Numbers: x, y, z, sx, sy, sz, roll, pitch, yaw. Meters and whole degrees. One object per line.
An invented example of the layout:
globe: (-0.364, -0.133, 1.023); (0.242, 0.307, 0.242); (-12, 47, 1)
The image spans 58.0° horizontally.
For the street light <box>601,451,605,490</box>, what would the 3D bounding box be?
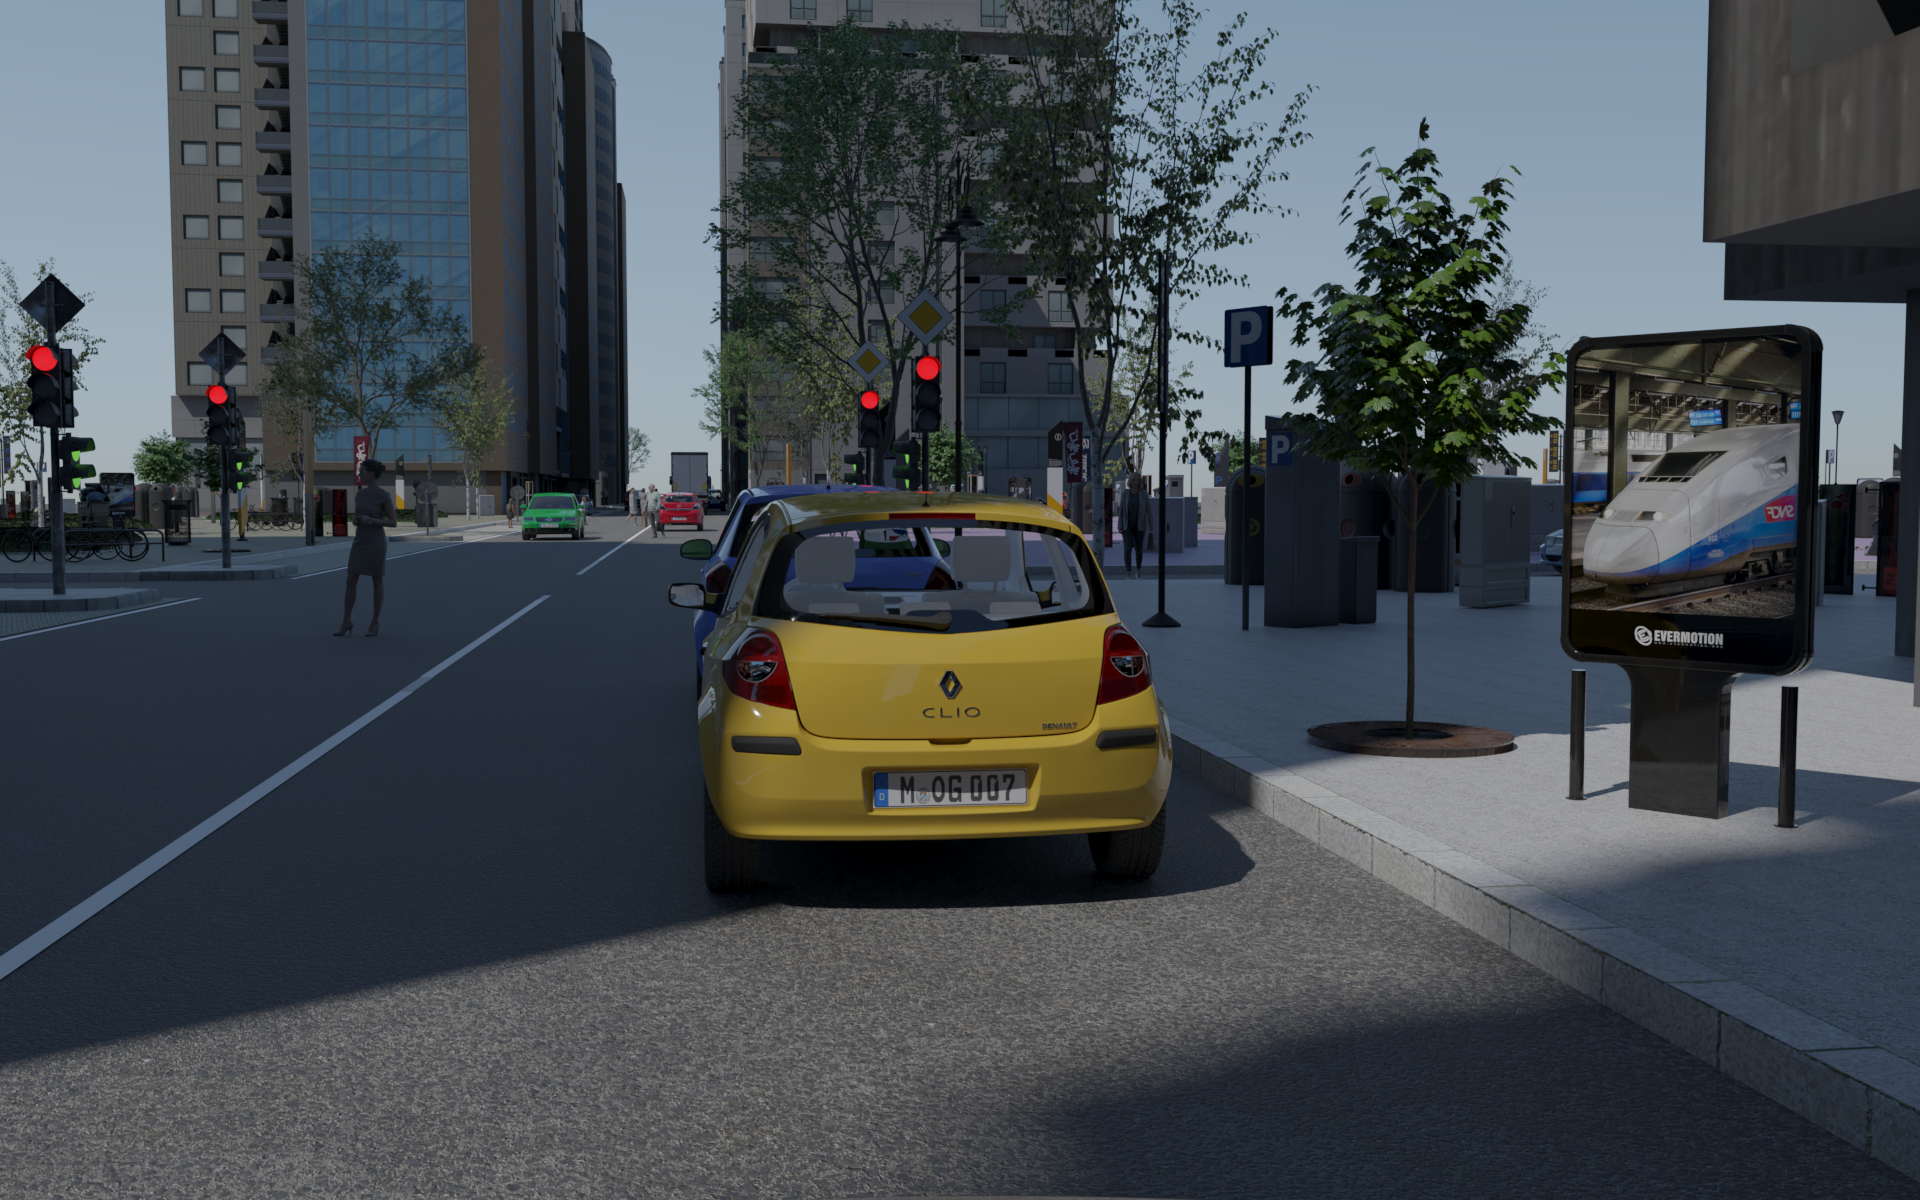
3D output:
street light: (-38.743, -13.152, 187.819); (0.468, 5.910, 1.993); (-1, 4, -9)

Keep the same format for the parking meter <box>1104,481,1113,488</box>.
parking meter: (6.654, -4.421, 77.999); (0.399, 1.863, 0.255); (3, 5, 43)

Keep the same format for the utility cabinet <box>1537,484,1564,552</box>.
utility cabinet: (12.798, -1.779, 37.772); (1.173, 1.500, 0.318); (2, 4, 23)

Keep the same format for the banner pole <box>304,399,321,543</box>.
banner pole: (-17.148, -3.406, 45.700); (0.401, 3.779, 0.863); (-2, 4, -25)

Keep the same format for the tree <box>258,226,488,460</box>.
tree: (-20.124, -7.665, 59.742); (8.767, 10.594, 7.601); (0, 4, 5)

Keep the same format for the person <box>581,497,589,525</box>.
person: (-17.291, -4.072, 79.321); (0.590, 1.304, 0.306); (-2, 4, -26)

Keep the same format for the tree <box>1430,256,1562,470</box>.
tree: (15.986, -6.268, 52.848); (4.360, 8.622, 3.978); (0, 3, 0)

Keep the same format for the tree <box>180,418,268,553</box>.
tree: (-16.197, -2.666, 38.189); (1.663, 3.219, 1.824); (0, 3, 0)

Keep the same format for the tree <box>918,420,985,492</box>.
tree: (-0.589, -5.593, 75.157); (4.285, 4.588, 4.351); (0, 3, 0)

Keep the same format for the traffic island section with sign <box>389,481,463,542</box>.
traffic island section with sign: (-16.211, -2.695, 52.695); (1.989, 1.847, 2.006); (-1, 4, -9)

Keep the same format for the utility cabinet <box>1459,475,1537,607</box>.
utility cabinet: (6.129, -0.678, 19.768); (0.318, 1.500, 1.173); (3, 5, 43)

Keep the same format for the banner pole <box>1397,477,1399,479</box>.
banner pole: (19.524, -5.271, 76.201); (0.863, 3.779, 0.401); (-2, 4, -33)

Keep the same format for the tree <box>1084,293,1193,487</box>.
tree: (6.357, -6.828, 62.008); (4.737, 8.622, 4.395); (0, 3, 0)

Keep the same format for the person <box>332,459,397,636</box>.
person: (-6.004, -0.527, 17.465); (0.599, 1.781, 0.374); (1, 4, 19)

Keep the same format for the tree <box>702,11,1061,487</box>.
tree: (-1.613, -6.779, 36.598); (9.928, 11.665, 9.643); (0, 3, 0)

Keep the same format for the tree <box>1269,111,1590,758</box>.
tree: (2.447, -0.871, 8.843); (1.663, 3.219, 1.824); (0, 3, 0)

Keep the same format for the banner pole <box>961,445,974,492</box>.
banner pole: (0.261, -5.403, 78.354); (0.863, 3.779, 0.401); (-1, 4, -11)

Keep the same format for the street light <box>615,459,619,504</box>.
street light: (-43.875, -15.199, 221.288); (0.468, 5.910, 1.993); (-1, 4, -9)

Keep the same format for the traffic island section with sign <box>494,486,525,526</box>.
traffic island section with sign: (-20.256, -4.329, 79.408); (1.989, 1.847, 2.006); (-1, 4, -9)

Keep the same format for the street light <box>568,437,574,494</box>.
street light: (-31.470, -10.230, 140.052); (0.468, 5.910, 1.993); (-1, 4, -9)

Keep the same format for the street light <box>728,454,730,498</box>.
street light: (-26.214, -13.691, 196.642); (0.468, 5.910, 1.993); (-1, 4, -9)

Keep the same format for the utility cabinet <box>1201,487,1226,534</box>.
utility cabinet: (8.207, -2.856, 55.380); (0.318, 1.500, 1.173); (-2, 4, -34)

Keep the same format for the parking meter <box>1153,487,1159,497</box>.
parking meter: (6.221, -2.802, 54.221); (0.372, 1.533, 0.369); (0, 3, 0)

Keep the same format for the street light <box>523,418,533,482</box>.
street light: (-26.434, -8.150, 106.045); (0.468, 5.910, 1.993); (-1, 4, -9)

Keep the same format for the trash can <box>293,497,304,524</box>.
trash can: (-28.316, -3.841, 74.448); (0.748, 1.137, 0.748); (0, 3, 0)

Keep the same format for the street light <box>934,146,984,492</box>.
street light: (-0.022, -3.100, 23.475); (0.468, 5.910, 1.993); (-1, 4, -9)

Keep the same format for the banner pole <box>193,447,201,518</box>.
banner pole: (-40.901, -6.293, 92.914); (0.401, 3.779, 0.863); (0, 4, -1)

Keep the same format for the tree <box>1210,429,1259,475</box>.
tree: (14.079, -6.317, 87.004); (4.285, 4.588, 4.351); (0, 3, 0)

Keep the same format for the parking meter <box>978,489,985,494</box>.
parking meter: (0.946, -4.373, 79.904); (0.372, 1.533, 0.369); (0, 3, 0)

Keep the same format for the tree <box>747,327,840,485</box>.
tree: (-6.934, -7.663, 75.656); (4.360, 8.622, 3.978); (0, 3, 0)

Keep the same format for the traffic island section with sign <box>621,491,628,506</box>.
traffic island section with sign: (-40.039, -12.302, 209.766); (1.989, 1.847, 2.006); (-1, 4, -9)

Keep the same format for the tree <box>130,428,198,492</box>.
tree: (-39.691, -6.289, 86.534); (4.285, 4.588, 4.351); (0, 3, 0)

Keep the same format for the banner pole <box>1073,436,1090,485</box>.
banner pole: (4.511, -4.592, 65.090); (0.863, 3.779, 0.401); (-1, 4, -13)

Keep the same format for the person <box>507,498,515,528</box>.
person: (-18.771, -3.620, 72.361); (0.362, 1.253, 0.373); (2, 4, 28)

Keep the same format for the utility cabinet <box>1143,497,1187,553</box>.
utility cabinet: (4.392, -1.640, 37.970); (1.020, 1.237, 0.306); (1, 4, 16)

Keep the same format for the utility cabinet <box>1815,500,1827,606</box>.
utility cabinet: (9.474, -0.550, 20.148); (1.020, 1.237, 0.306); (3, 4, 36)

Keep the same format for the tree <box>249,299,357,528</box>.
tree: (-24.991, -7.066, 65.890); (4.360, 8.622, 3.978); (0, 3, 0)

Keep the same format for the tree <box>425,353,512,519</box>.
tree: (-25.353, -8.547, 90.106); (4.360, 8.622, 3.978); (0, 3, 0)

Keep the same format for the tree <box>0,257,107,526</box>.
tree: (-28.512, -6.278, 53.007); (4.737, 8.622, 4.395); (0, 3, 0)

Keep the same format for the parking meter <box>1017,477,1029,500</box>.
parking meter: (2.153, -3.277, 59.293); (0.399, 1.863, 0.255); (1, 4, 22)

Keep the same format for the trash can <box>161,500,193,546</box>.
trash can: (-19.488, -1.925, 43.134); (0.748, 1.137, 0.748); (0, 3, 0)

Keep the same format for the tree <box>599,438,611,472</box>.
tree: (-38.200, -13.886, 177.398); (4.360, 8.622, 3.978); (0, 3, 0)

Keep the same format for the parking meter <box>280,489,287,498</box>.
parking meter: (-37.516, -5.360, 96.040); (0.372, 1.533, 0.369); (0, 3, 0)

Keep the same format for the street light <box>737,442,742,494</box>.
street light: (-18.829, -10.711, 147.910); (0.468, 5.910, 1.993); (-1, 4, -9)

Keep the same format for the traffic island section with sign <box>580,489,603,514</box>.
traffic island section with sign: (-27.525, -7.256, 127.260); (1.989, 1.847, 2.006); (-1, 4, -9)

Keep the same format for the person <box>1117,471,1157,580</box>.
person: (2.947, -1.211, 28.487); (0.709, 1.800, 0.728); (1, 4, 10)

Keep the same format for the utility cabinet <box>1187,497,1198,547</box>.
utility cabinet: (5.248, -1.888, 42.036); (1.020, 1.237, 0.306); (-1, 4, -17)

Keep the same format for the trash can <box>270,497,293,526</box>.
trash can: (-27.070, -3.503, 68.923); (0.748, 1.137, 0.748); (0, 3, 0)

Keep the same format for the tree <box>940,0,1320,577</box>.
tree: (1.668, -4.242, 19.722); (4.360, 8.622, 3.978); (0, 3, 0)

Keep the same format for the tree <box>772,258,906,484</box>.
tree: (-3.910, -6.374, 54.585); (4.737, 8.622, 4.395); (0, 3, 0)

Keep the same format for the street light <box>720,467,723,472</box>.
street light: (-31.335, -15.739, 230.112); (0.468, 5.910, 1.993); (-1, 4, -9)

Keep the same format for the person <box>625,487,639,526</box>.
person: (-14.780, -4.211, 78.108); (0.466, 1.731, 0.760); (2, 4, 32)

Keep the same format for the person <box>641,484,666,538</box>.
person: (-10.002, -2.893, 56.287); (0.782, 1.767, 0.515); (2, 4, 28)

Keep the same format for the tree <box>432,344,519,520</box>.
tree: (-23.770, -8.198, 84.394); (4.737, 8.622, 4.395); (0, 3, 0)

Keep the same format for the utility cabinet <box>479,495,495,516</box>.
utility cabinet: (-27.661, -5.500, 101.083); (0.306, 1.237, 1.020); (3, 5, 39)

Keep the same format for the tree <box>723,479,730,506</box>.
tree: (-25.134, -11.879, 188.816); (1.663, 3.219, 1.824); (0, 3, 0)

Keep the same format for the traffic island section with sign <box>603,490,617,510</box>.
traffic island section with sign: (-31.684, -8.936, 154.726); (1.989, 1.847, 2.006); (-1, 4, -9)
